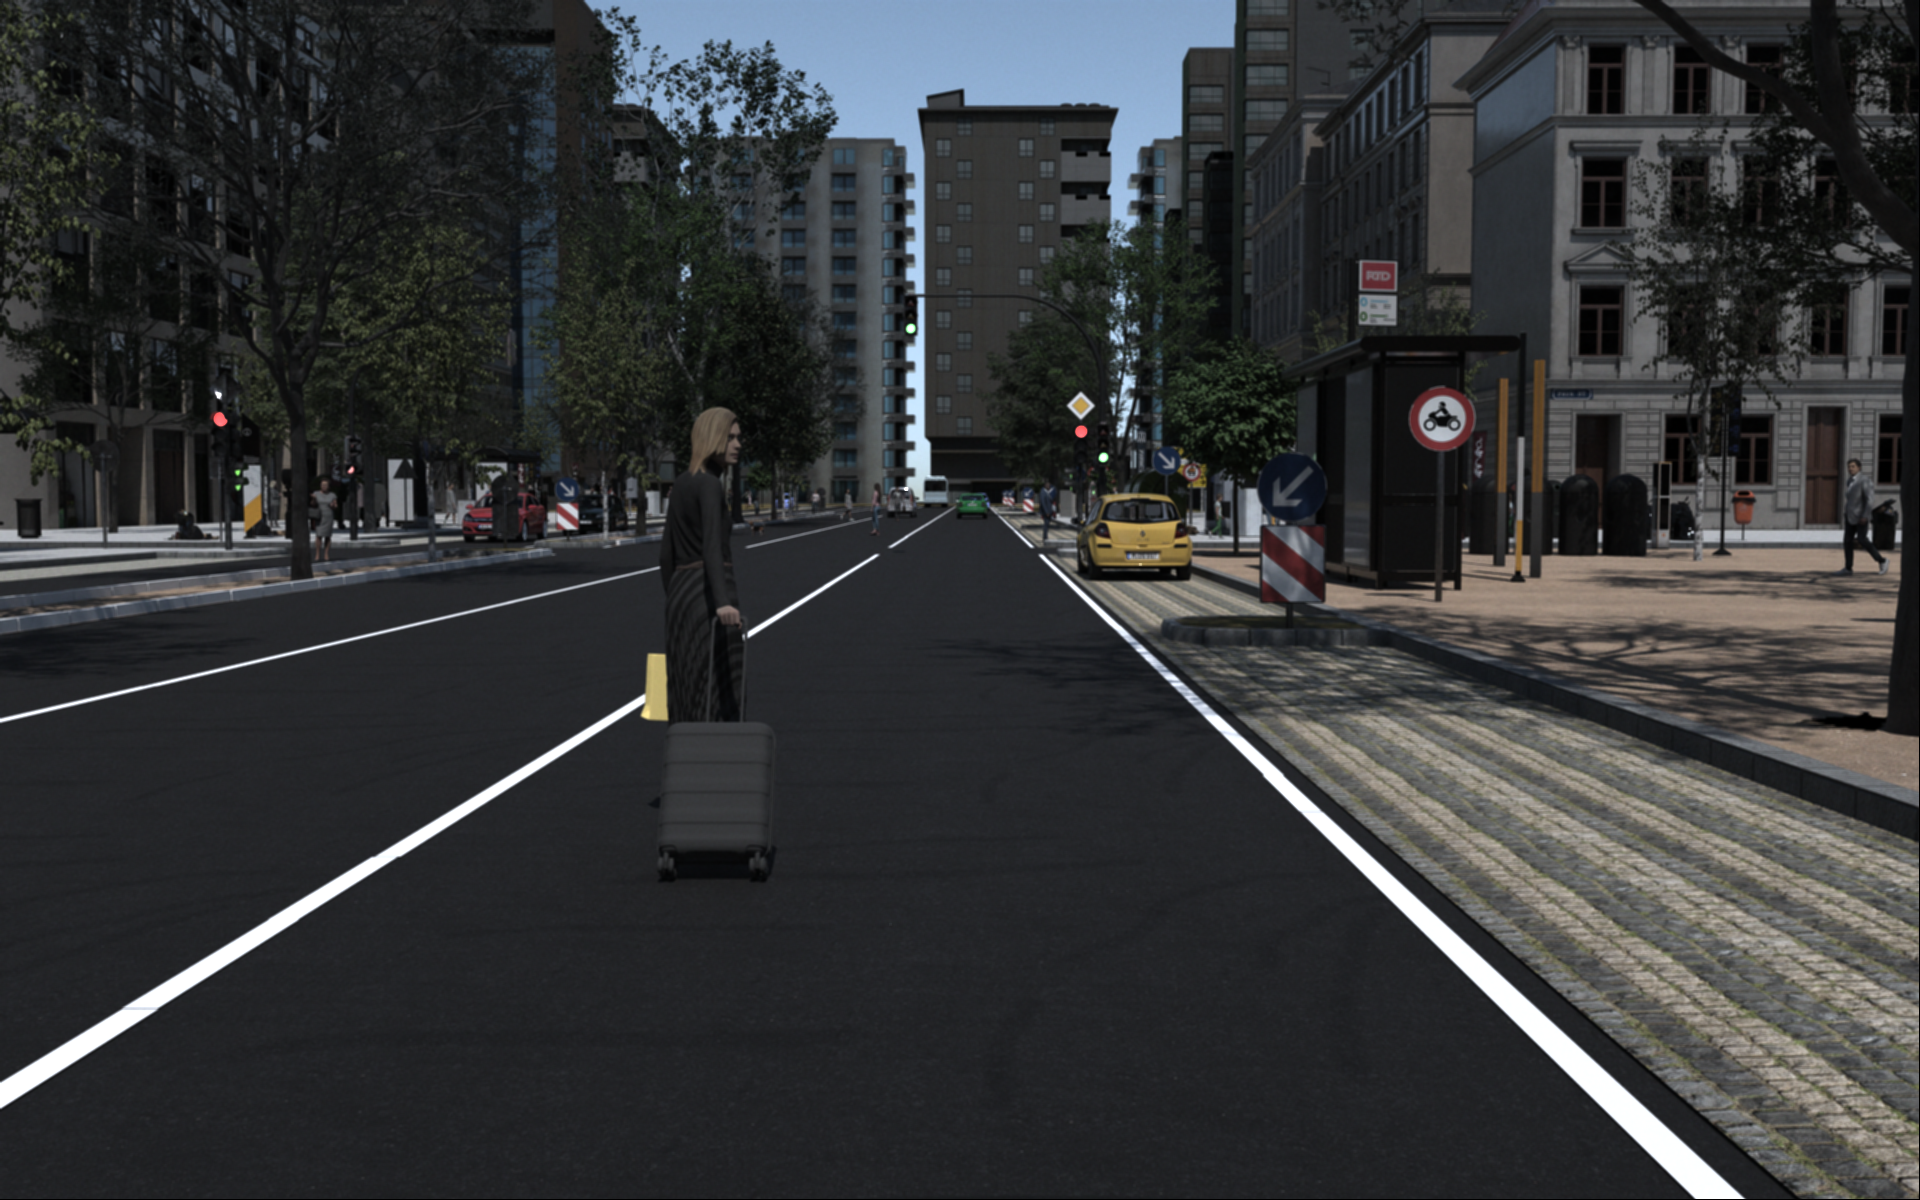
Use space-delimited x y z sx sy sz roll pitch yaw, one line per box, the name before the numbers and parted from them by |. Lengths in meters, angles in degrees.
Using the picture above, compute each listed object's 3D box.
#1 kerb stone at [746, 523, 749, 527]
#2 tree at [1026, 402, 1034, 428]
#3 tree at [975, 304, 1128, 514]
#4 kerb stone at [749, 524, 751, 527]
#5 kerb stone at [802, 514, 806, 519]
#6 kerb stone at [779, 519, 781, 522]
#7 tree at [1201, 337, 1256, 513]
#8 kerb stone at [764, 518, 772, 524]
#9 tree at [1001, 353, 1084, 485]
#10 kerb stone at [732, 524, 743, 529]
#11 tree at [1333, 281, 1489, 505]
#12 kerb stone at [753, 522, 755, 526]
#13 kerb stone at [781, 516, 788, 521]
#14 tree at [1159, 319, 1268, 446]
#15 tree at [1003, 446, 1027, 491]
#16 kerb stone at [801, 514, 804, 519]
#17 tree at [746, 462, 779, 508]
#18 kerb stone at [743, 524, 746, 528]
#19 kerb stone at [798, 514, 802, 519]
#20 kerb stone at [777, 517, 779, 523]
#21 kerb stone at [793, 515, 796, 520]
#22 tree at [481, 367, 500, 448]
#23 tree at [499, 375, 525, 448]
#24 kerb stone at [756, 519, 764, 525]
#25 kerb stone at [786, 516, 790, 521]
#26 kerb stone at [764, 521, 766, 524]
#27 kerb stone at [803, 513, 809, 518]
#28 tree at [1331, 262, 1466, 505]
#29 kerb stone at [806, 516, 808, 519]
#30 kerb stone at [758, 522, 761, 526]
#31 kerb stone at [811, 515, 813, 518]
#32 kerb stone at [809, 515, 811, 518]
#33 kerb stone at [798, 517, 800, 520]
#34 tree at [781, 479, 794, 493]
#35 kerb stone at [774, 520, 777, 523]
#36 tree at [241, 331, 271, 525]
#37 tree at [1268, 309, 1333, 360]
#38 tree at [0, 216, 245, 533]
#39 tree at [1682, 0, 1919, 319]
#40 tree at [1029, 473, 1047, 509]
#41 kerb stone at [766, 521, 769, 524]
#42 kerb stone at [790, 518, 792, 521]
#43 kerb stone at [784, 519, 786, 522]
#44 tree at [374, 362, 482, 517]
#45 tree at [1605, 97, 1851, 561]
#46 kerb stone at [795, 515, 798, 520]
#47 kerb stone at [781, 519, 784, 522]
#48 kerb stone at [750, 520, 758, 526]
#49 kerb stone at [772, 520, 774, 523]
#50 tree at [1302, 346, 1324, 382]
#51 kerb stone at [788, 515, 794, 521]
kerb stone | -9.283 -3.188 74.314 0.120 0.150 1.000 0 4 1
tree | 6.572 -10.910 128.735 4.360 8.622 3.978 0 3 0
tree | 6.099 -12.613 112.878 9.857 13.997 8.962 0 3 0
kerb stone | -9.275 -3.250 75.340 0.120 0.150 1.000 0 4 1
kerb stone | -9.064 -4.690 98.881 0.120 0.150 1.000 0 4 1
kerb stone | -9.173 -3.940 86.609 0.120 0.150 1.000 0 4 1
tree | 13.881 -7.975 80.746 4.737 8.622 4.395 0 3 0
kerb stone | -9.216 -3.689 82.517 0.120 0.150 1.000 0 4 1
tree | 6.843 -13.523 139.220 7.486 12.596 7.792 0 3 0
kerb stone | -9.301 -3.062 72.266 0.120 0.150 1.000 0 4 1
tree | 16.104 -6.681 59.604 4.737 8.622 4.395 0 3 0
kerb stone | -9.267 -3.304 76.363 0.120 0.150 1.000 0 4 1
kerb stone | -9.152 -4.127 89.676 0.120 0.150 1.000 0 4 1
tree | 14.196 -9.698 92.977 7.601 10.594 8.767 0 4 4
tree | 6.831 -14.465 186.857 4.737 8.622 4.395 0 3 0
kerb stone | -9.069 -4.625 97.856 0.120 0.150 1.000 0 4 1
tree | -18.624 -10.955 162.822 4.285 4.588 4.351 0 3 0
kerb stone | -9.298 -3.125 73.292 0.120 0.150 1.000 0 4 1
kerb stone | -9.079 -4.565 96.833 0.120 0.150 1.000 0 4 1
kerb stone | -9.182 -3.877 85.587 0.120 0.150 1.000 0 4 1
kerb stone | -9.106 -4.377 93.766 0.120 0.150 1.000 0 4 1
tree | -28.445 -8.961 96.867 4.360 8.622 3.978 0 3 0
tree | -28.691 -9.511 105.874 4.360 8.622 3.978 0 3 0
kerb stone | -9.238 -3.502 79.446 0.120 0.150 1.000 0 4 1
kerb stone | -9.133 -4.185 90.699 0.120 0.150 1.000 0 4 1
kerb stone | -9.230 -3.560 80.470 0.120 0.150 1.000 0 4 1
kerb stone | -9.043 -4.816 100.932 0.120 0.150 1.000 0 4 1
tree | 14.008 -6.364 54.406 4.360 8.622 3.978 0 3 0
kerb stone | -9.047 -4.753 99.903 0.120 0.150 1.000 0 4 1
kerb stone | -9.250 -3.438 78.424 0.120 0.150 1.000 0 4 1
kerb stone | -9.023 -4.940 102.976 0.120 0.150 1.000 0 4 1
kerb stone | -9.035 -4.874 101.954 0.120 0.150 1.000 0 4 1
kerb stone | -9.092 -4.502 95.811 0.120 0.150 1.000 0 4 1
tree | -17.823 -11.215 177.971 1.663 3.219 1.824 0 3 0
kerb stone | -9.199 -3.814 84.562 0.120 0.150 1.000 0 4 1
tree | -28.857 -7.451 72.189 4.737 8.622 4.395 0 3 0
tree | 14.452 -7.078 66.092 4.737 8.622 4.395 0 3 0
tree | -27.551 -7.480 56.711 7.601 10.594 8.767 0 4 -2
tree | 12.449 -5.263 20.460 7.601 10.594 8.767 1 4 15
tree | 6.609 -9.423 148.673 1.663 3.219 1.824 0 3 0
kerb stone | -9.220 -3.627 81.495 0.120 0.150 1.000 0 4 1
kerb stone | -9.124 -4.252 91.721 0.120 0.150 1.000 0 4 1
kerb stone | -9.147 -4.062 88.654 0.120 0.150 1.000 0 4 1
tree | -25.220 -7.948 80.314 4.360 8.622 3.978 0 3 0
tree | 14.439 -5.058 33.058 4.360 8.622 3.978 0 3 0
kerb stone | -9.100 -4.440 94.789 0.120 0.150 1.000 0 4 1
kerb stone | -9.165 -3.998 87.632 0.120 0.150 1.000 0 4 1
kerb stone | -9.265 -3.375 77.388 0.120 0.150 1.000 0 4 1
kerb stone | -9.202 -3.748 83.540 0.120 0.150 1.000 0 4 1
tree | 16.909 -7.585 74.381 4.360 8.622 3.978 0 3 0
kerb stone | -9.116 -4.315 92.743 0.120 0.150 1.000 0 4 1
